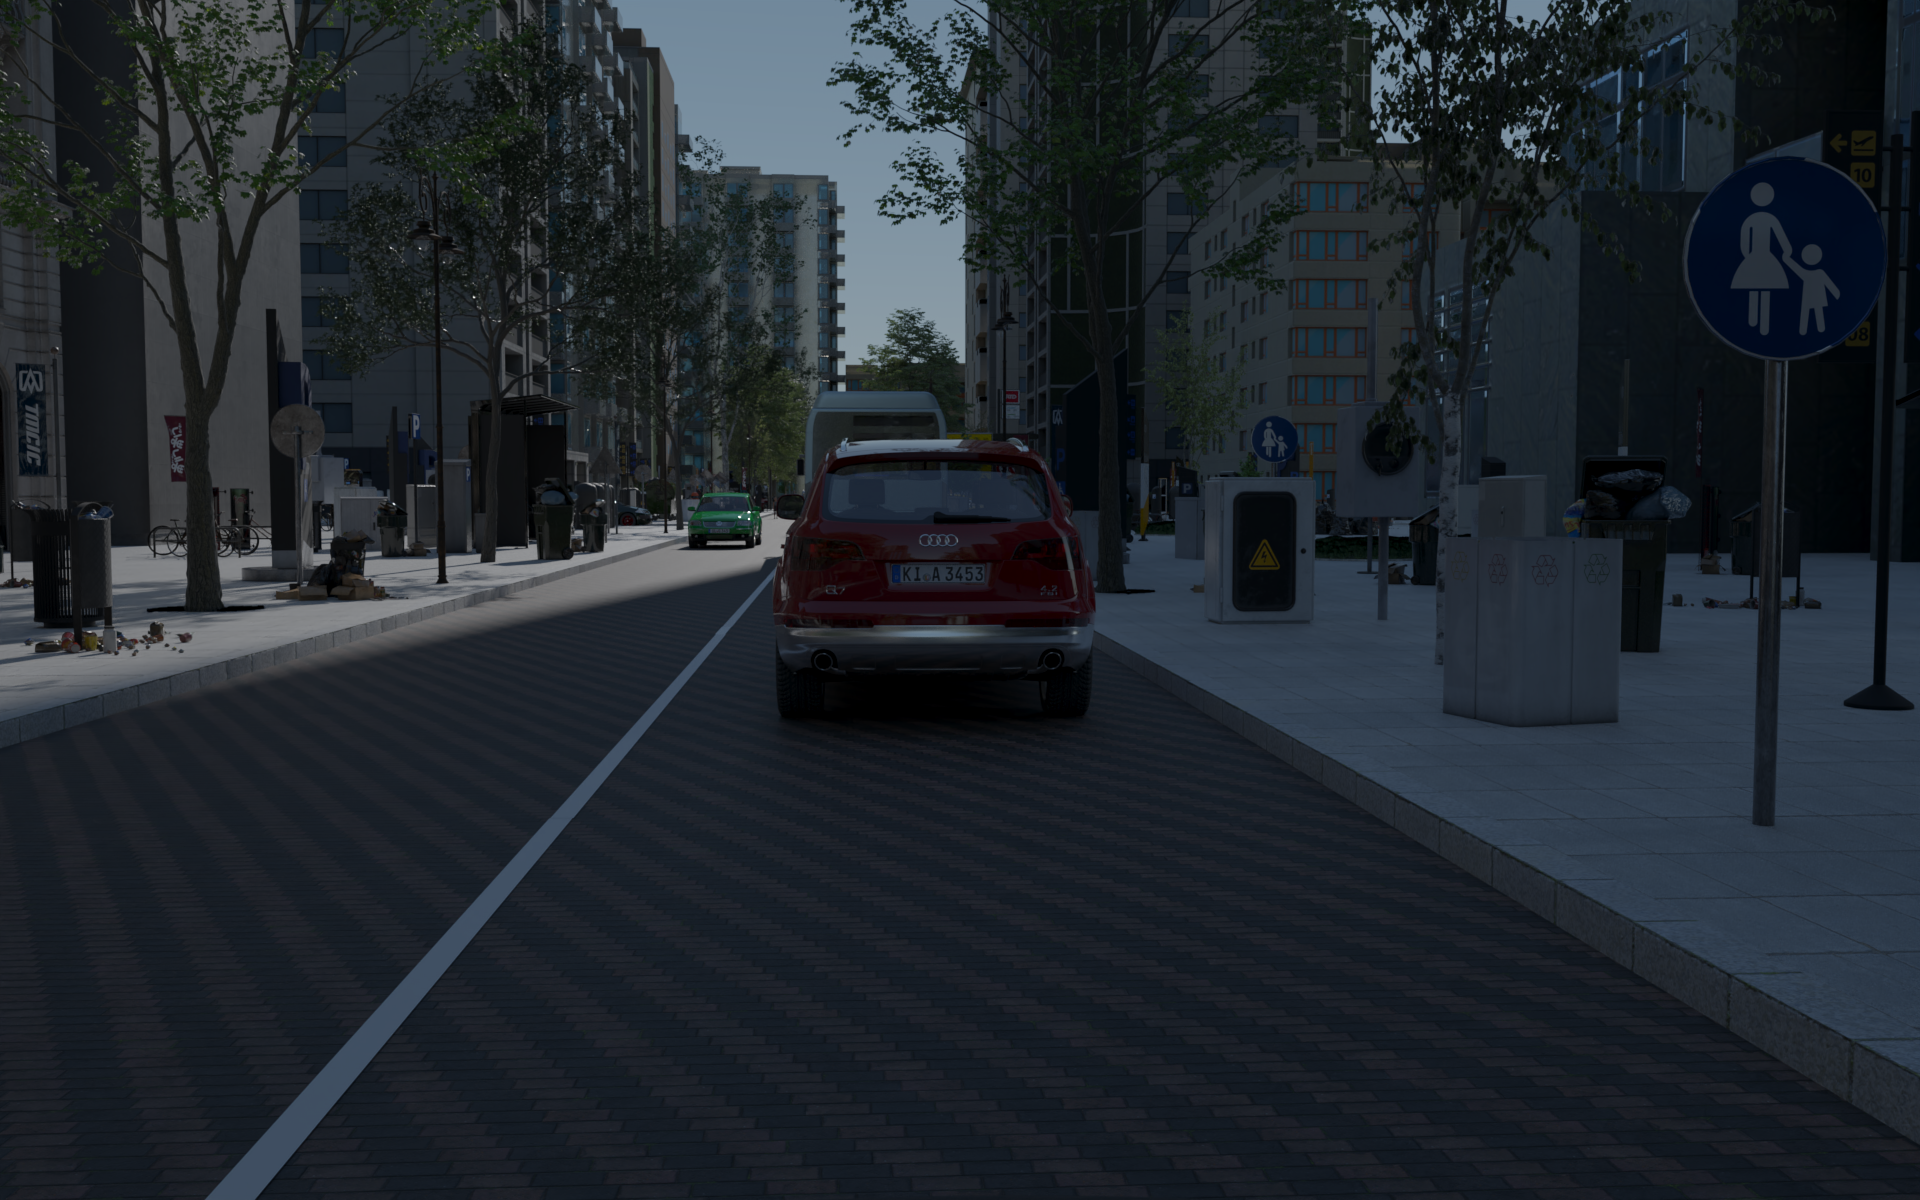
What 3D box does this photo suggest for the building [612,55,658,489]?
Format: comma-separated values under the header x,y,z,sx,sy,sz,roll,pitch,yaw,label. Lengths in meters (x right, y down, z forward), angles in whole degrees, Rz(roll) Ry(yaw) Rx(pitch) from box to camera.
x,y,z,sx,sy,sz,roll,pitch,yaw,label
-35.407,-28.952,156.961,14.154,41.232,14.086,0,4,-4,building

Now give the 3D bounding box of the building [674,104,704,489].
x,y,z,sx,sy,sz,roll,pitch,yaw,label
-46.622,-35.582,201.371,30.456,49.044,23.786,0,4,-4,building

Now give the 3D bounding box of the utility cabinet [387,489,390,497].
x,y,z,sx,sy,sz,roll,pitch,yaw,label
-26.476,-4.406,80.721,0.318,1.500,1.173,-1,4,-23,utility cabinet

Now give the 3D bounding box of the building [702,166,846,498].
x,y,z,sx,sy,sz,roll,pitch,yaw,label
-32.174,-38.894,255.518,30.456,49.044,23.786,0,4,-4,building

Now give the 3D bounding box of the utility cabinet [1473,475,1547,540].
x,y,z,sx,sy,sz,roll,pitch,yaw,label
6.531,-0.727,20.572,0.318,1.500,1.173,-1,4,-8,utility cabinet

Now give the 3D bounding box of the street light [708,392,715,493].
x,y,z,sx,sy,sz,roll,pitch,yaw,label
-10.995,-6.353,76.664,0.468,5.910,1.993,0,4,-4,street light

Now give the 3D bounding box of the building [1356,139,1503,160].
x,y,z,sx,sy,sz,roll,pitch,yaw,label
56.772,-34.443,213.253,14.200,45.320,14.600,0,4,-4,building

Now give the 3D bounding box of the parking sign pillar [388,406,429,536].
x,y,z,sx,sy,sz,roll,pitch,yaw,label
-17.482,-4.001,53.893,1.447,3.967,1.447,-2,4,-24,parking sign pillar

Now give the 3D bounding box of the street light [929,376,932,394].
x,y,z,sx,sy,sz,roll,pitch,yaw,label
-1.143,-5.827,68.065,0.468,5.910,1.993,0,4,-4,street light

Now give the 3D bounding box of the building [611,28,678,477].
x,y,z,sx,sy,sz,roll,pitch,yaw,label
-35.649,-31.857,170.969,14.600,45.320,14.200,0,4,-4,building

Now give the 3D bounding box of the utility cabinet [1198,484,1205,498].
x,y,z,sx,sy,sz,roll,pitch,yaw,label
5.205,-1.774,37.683,0.318,1.500,1.173,0,4,-7,utility cabinet

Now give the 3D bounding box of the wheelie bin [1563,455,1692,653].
x,y,z,sx,sy,sz,roll,pitch,yaw,label
5.473,-0.386,14.216,0.980,1.594,0.693,1,4,14,wheelie bin

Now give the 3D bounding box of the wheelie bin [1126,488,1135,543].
x,y,z,sx,sy,sz,roll,pitch,yaw,label
4.169,-2.304,45.584,0.693,1.594,0.980,-2,4,-27,wheelie bin

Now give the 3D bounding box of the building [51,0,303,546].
x,y,z,sx,sy,sz,roll,pitch,yaw,label
-32.341,-15.576,48.171,24.014,27.812,14.314,0,4,-4,building

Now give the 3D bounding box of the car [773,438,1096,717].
x,y,z,sx,sy,sz,roll,pitch,yaw,label
-0.240,-0.246,12.693,2.281,1.827,5.304,0,4,-3,car

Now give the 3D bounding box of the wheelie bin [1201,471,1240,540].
x,y,z,sx,sy,sz,roll,pitch,yaw,label
3.724,-0.984,23.989,0.693,1.594,0.980,-1,4,-11,wheelie bin

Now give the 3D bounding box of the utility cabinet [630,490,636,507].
x,y,z,sx,sy,sz,roll,pitch,yaw,label
-23.745,-7.151,125.596,1.173,1.500,0.318,3,5,43,utility cabinet

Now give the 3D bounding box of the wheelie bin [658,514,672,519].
x,y,z,sx,sy,sz,roll,pitch,yaw,label
-15.063,-4.940,88.683,0.980,1.594,0.693,1,4,23,wheelie bin

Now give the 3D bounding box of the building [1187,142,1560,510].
x,y,z,sx,sy,sz,roll,pitch,yaw,label
30.816,-15.894,104.914,28.899,21.520,27.650,0,4,-4,building

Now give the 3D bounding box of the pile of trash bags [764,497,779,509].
x,y,z,sx,sy,sz,roll,pitch,yaw,label
-17.085,-8.499,148.712,3.447,1.369,1.912,-1,4,-9,pile of trash bags

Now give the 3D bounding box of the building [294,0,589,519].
x,y,z,sx,sy,sz,roll,pitch,yaw,label
-32.316,-40.317,97.437,20.563,71.187,20.611,0,4,-4,building

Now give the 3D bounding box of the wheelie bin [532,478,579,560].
x,y,z,sx,sy,sz,roll,pitch,yaw,label
-7.965,-1.591,33.928,0.693,1.594,0.980,-3,4,-36,wheelie bin

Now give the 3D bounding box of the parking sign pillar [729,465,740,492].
x,y,z,sx,sy,sz,roll,pitch,yaw,label
-18.225,-9.157,138.194,1.447,3.967,1.447,-1,4,-18,parking sign pillar

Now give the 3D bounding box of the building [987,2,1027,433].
x,y,z,sx,sy,sz,roll,pitch,yaw,label
13.264,-38.750,175.567,21.231,58.520,28.212,0,4,-4,building

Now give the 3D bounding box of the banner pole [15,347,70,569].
x,y,z,sx,sy,sz,roll,pitch,yaw,label
-15.547,-2.408,29.383,0.401,3.779,0.863,3,5,43,banner pole

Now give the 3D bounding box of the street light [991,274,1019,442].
x,y,z,sx,sy,sz,roll,pitch,yaw,label
0.939,-3.900,36.549,0.468,5.910,1.993,0,4,-4,street light

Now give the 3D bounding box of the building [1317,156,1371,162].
x,y,z,sx,sy,sz,roll,pitch,yaw,label
41.633,-32.268,211.175,14.086,41.232,14.154,0,4,-4,building

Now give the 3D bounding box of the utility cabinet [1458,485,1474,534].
x,y,z,sx,sy,sz,roll,pitch,yaw,label
12.218,-1.999,41.362,0.318,1.500,1.173,-2,4,-28,utility cabinet

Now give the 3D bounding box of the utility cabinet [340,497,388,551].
x,y,z,sx,sy,sz,roll,pitch,yaw,label
-13.476,-1.716,39.215,1.020,1.237,0.306,-2,4,-24,utility cabinet

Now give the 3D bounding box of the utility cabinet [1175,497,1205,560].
x,y,z,sx,sy,sz,roll,pitch,yaw,label
4.598,-1.412,34.251,0.306,1.237,1.020,-1,4,-18,utility cabinet

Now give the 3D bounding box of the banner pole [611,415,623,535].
x,y,z,sx,sy,sz,roll,pitch,yaw,label
-10.834,-3.962,54.788,0.401,3.779,0.863,-1,4,-22,banner pole

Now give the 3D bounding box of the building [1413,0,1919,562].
x,y,z,sx,sy,sz,roll,pitch,yaw,label
24.638,-43.891,30.293,22.319,86.520,31.000,0,4,-4,building

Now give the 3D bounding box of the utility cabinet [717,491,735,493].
x,y,z,sx,sy,sz,roll,pitch,yaw,label
-16.287,-6.842,120.551,1.173,1.500,0.318,-1,4,-21,utility cabinet

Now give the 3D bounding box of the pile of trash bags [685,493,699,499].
x,y,z,sx,sy,sz,roll,pitch,yaw,label
-14.796,-5.386,97.817,1.912,1.369,3.447,-1,4,-17,pile of trash bags

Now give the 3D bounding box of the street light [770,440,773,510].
x,y,z,sx,sy,sz,roll,pitch,yaw,label
-15.307,-10.227,140.002,0.468,5.910,1.993,0,4,-4,street light

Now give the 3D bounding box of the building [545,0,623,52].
x,y,z,sx,sy,sz,roll,pitch,yaw,label
-37.639,-31.296,131.300,23.786,49.044,30.456,0,4,-4,building

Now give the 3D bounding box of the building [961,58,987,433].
x,y,z,sx,sy,sz,roll,pitch,yaw,label
14.872,-37.583,203.718,28.713,52.752,27.495,0,4,-4,building

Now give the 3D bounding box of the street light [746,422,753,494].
x,y,z,sx,sy,sz,roll,pitch,yaw,label
-13.156,-8.281,108.174,0.468,5.910,1.993,0,4,-4,street light

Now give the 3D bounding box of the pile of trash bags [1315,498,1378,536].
x,y,z,sx,sy,sz,roll,pitch,yaw,label
12.267,-2.701,53.918,1.912,1.369,3.447,-1,4,-15,pile of trash bags

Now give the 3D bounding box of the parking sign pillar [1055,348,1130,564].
x,y,z,sx,sy,sz,roll,pitch,yaw,label
2.425,-2.662,31.996,1.447,3.967,1.447,-2,4,-26,parking sign pillar

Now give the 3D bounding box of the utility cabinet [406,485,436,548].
x,y,z,sx,sy,sz,roll,pitch,yaw,label
-12.779,-2.002,41.405,0.318,1.500,1.173,1,4,12,utility cabinet

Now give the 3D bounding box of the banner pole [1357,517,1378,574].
x,y,z,sx,sy,sz,roll,pitch,yaw,label
6.682,-2.326,28.054,0.401,3.779,0.863,1,4,19,banner pole

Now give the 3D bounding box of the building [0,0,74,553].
x,y,z,sx,sy,sz,roll,pitch,yaw,label
-25.647,-11.353,27.418,13.314,21.916,24.055,0,4,-4,building

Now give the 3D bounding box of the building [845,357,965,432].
x,y,z,sx,sy,sz,roll,pitch,yaw,label
-2.704,-25.405,260.405,28.899,21.520,27.650,0,4,-4,building

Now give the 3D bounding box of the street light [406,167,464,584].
x,y,z,sx,sy,sz,roll,pitch,yaw,label
-7.430,-3.174,24.683,0.468,5.910,1.993,0,4,-4,street light

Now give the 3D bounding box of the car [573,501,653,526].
x,y,z,sx,sy,sz,roll,pitch,yaw,label
-14.974,-3.822,72.271,4.222,1.686,2.009,0,4,-2,car

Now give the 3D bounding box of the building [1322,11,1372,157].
x,y,z,sx,sy,sz,roll,pitch,yaw,label
50.687,-50.222,259.376,20.611,71.187,20.563,0,4,-4,building

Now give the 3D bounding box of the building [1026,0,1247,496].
x,y,z,sx,sy,sz,roll,pitch,yaw,label
14.045,-42.295,129.780,20.563,71.187,20.611,0,4,-4,building

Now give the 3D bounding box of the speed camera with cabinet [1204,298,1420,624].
x,y,z,sx,sy,sz,roll,pitch,yaw,label
3.516,-1.405,17.315,2.038,3.252,0.660,0,4,-8,speed camera with cabinet

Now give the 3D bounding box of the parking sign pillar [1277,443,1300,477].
x,y,z,sx,sy,sz,roll,pitch,yaw,label
12.478,-4.728,65.777,1.447,3.967,1.447,-1,4,-9,parking sign pillar

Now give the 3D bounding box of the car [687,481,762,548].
x,y,z,sx,sy,sz,roll,pitch,yaw,label
-6.401,-2.359,47.365,1.959,1.807,4.718,0,4,-3,car

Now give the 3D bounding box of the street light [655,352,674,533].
x,y,z,sx,sy,sz,roll,pitch,yaw,label
-9.606,-5.113,56.385,0.468,5.910,1.993,0,4,-4,street light

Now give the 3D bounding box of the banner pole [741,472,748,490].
x,y,z,sx,sy,sz,roll,pitch,yaw,label
-17.356,-9.166,139.887,0.863,3.779,0.401,-3,5,-43,banner pole

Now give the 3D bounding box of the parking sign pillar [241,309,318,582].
x,y,z,sx,sy,sz,roll,pitch,yaw,label
-10.022,-2.291,25.927,1.447,3.967,1.447,-1,4,-13,parking sign pillar

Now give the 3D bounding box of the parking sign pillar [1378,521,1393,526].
x,y,z,sx,sy,sz,roll,pitch,yaw,label
16.704,-4.970,69.725,1.447,3.967,1.447,-2,4,-26,parking sign pillar

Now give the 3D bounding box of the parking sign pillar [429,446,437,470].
x,y,z,sx,sy,sz,roll,pitch,yaw,label
-23.389,-5.366,76.210,1.447,3.967,1.447,1,4,20,parking sign pillar

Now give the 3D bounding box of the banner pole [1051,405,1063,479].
x,y,z,sx,sy,sz,roll,pitch,yaw,label
2.560,-3.238,42.966,0.863,3.779,0.401,-3,4,-38,banner pole
